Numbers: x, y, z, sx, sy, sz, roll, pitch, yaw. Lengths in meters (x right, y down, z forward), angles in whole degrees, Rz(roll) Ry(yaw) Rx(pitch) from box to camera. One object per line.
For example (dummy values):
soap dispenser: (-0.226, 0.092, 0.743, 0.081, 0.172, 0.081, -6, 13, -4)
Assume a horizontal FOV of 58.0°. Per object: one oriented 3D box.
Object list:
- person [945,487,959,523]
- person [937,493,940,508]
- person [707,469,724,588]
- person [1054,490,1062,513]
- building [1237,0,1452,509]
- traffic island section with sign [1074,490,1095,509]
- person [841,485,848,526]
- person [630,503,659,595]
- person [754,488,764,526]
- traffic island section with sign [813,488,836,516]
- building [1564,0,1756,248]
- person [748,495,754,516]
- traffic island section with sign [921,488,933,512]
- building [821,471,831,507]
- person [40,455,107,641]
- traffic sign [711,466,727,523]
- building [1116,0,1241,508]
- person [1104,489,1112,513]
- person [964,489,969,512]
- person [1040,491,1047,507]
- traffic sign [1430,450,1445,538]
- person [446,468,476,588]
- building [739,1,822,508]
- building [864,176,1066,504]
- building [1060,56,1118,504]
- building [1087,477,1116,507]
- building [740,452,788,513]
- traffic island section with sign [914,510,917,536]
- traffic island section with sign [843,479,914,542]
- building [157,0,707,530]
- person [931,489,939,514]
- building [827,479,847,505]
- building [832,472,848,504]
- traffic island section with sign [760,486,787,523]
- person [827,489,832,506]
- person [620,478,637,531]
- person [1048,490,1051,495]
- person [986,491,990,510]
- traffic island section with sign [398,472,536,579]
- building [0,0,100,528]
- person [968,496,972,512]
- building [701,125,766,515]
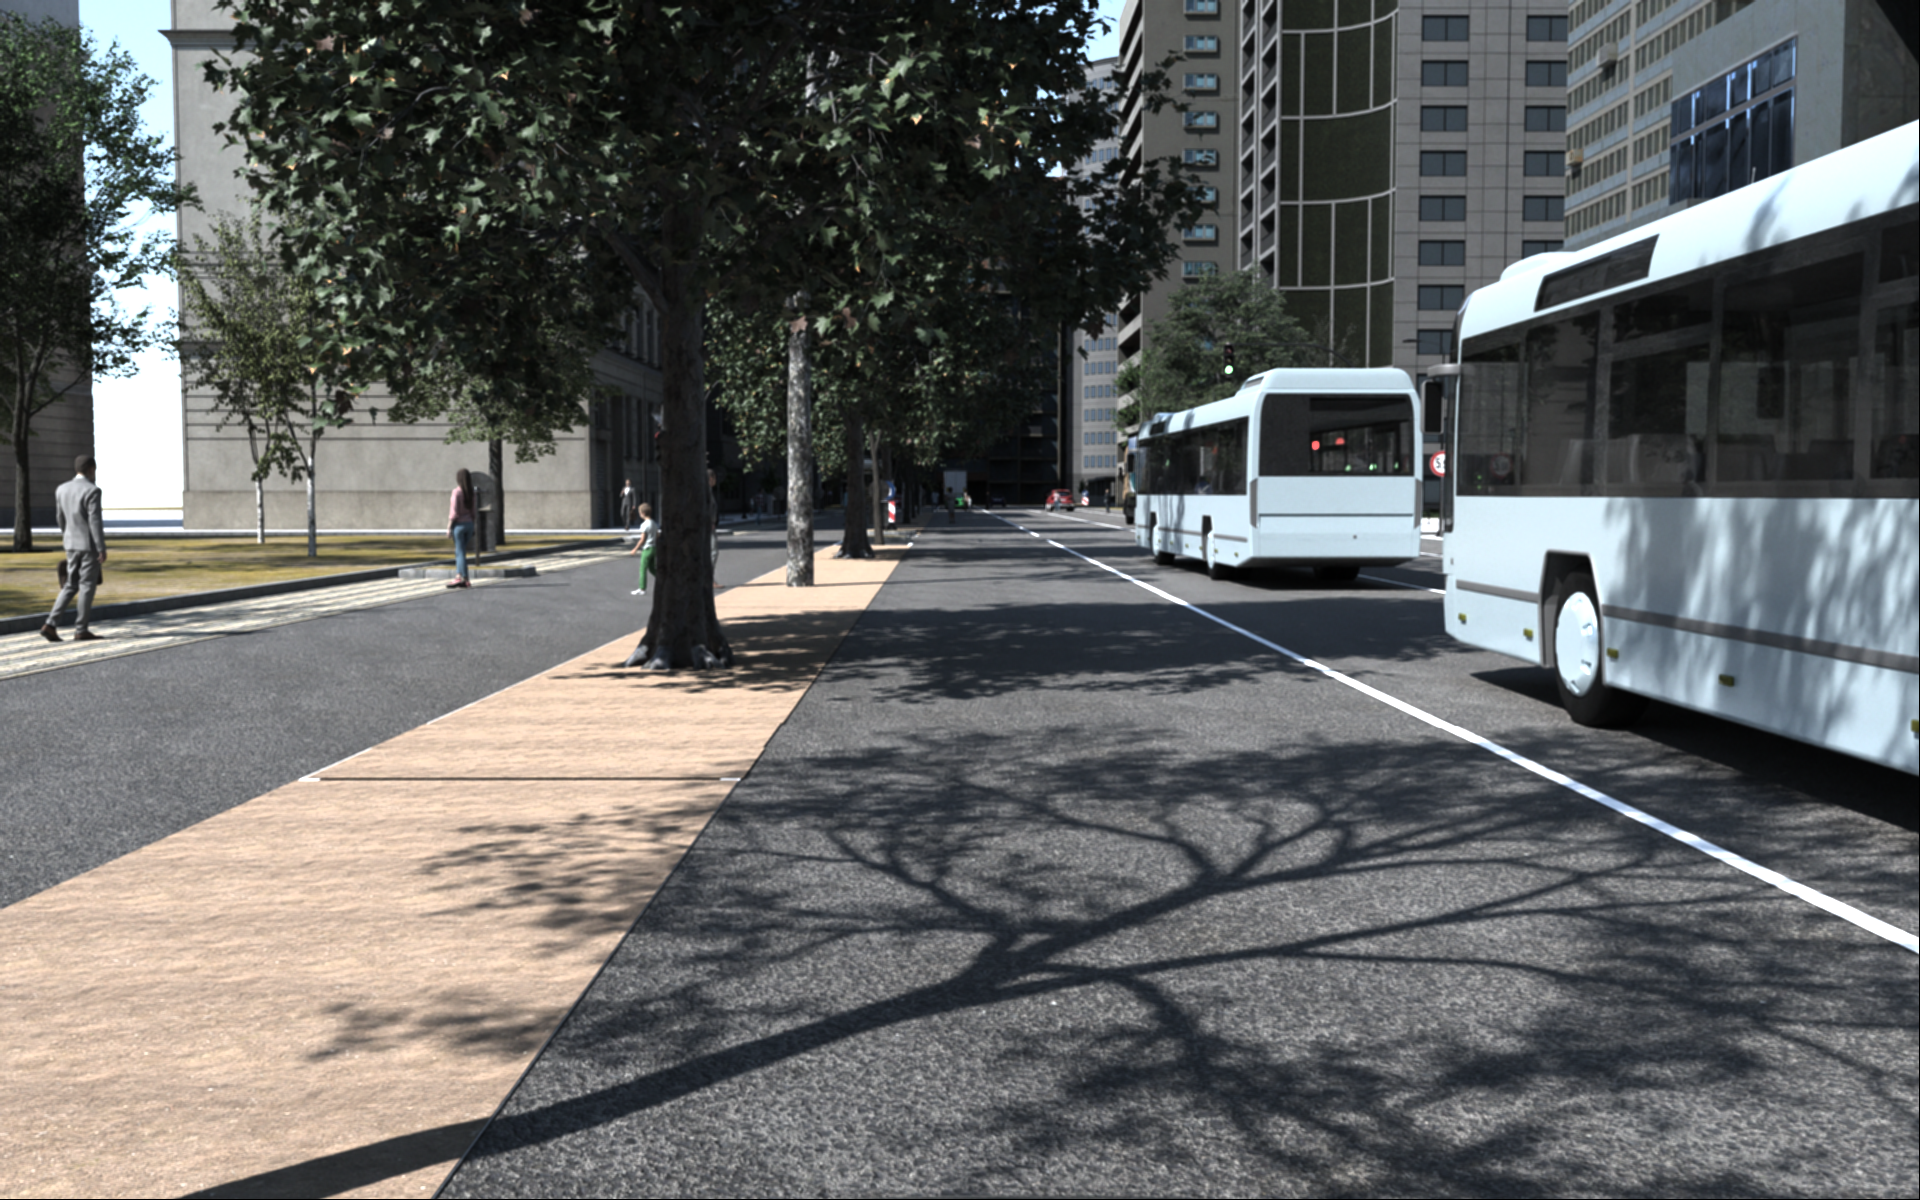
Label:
person: (-0.394, -4.641, 84.745, 0.716, 1.782, 0.532, -1, 4, -22)
person: (-2.317, -10.343, 178.063, 0.683, 1.767, 0.568, 1, 4, 18)
person: (-3.866, -1.093, 26.465, 0.391, 1.810, 0.635, -1, 4, -22)
person: (7.281, -7.339, 129.089, 0.593, 1.750, 0.643, 0, 4, 4)
building: (28.358, -41.397, 115.092, 20.563, 71.187, 20.611, 0, 4, 0)
traffic island section with sign: (11.665, -9.488, 163.754, 1.989, 1.847, 2.006, 0, 4, 0)
person: (-5.032, -4.288, 78.467, 0.748, 1.841, 0.638, -1, 4, -21)
person: (-4.400, -0.731, 24.707, 0.590, 1.304, 0.306, 0, 4, 0)
person: (-8.919, -4.127, 76.817, 0.643, 1.720, 0.563, -2, 4, -35)
traffic island section with sign: (-9.021, -6.315, 111.877, 1.989, 1.847, 2.006, 0, 4, 0)
building: (41.629, -23.482, 75.811, 23.993, 40.220, 32.217, 0, 4, 0)
person: (-12.230, -5.525, 101.385, 0.382, 1.210, 0.505, 0, 4, -1)
traffic island section with sign: (-3.029, -7.769, 135.152, 2.006, 1.907, 1.989, 0, 4, 0)
building: (-20.227, -31.832, 170.559, 14.600, 45.320, 14.200, 0, 4, 0)
person: (-8.559, -0.506, 16.900, 0.709, 1.813, 0.853, 1, 4, 17)
traffic sign: (-10.794, -4.720, 77.270, 0.768, 2.556, 0.104, 0, 4, 7)
building: (25.383, -32.248, 150.959, 21.300, 48.544, 21.600, 0, 4, 0)
person: (10.972, -7.289, 128.097, 0.534, 1.772, 0.576, 2, 4, 28)
person: (0.529, -8.062, 140.314, 0.705, 1.824, 1.348, 0, 4, -4)
person: (9.618, -11.344, 193.988, 1.348, 1.822, 0.705, -1, 4, -22)
traffic sign: (14.066, -3.084, 50.528, 0.768, 2.556, 0.104, 0, 4, 2)
person: (-7.552, -1.088, 26.304, 0.388, 1.821, 0.555, 1, 4, 18)
building: (-23.565, -37.121, 148.921, 21.231, 58.520, 28.212, 0, 4, 0)
building: (-0.646, -35.232, 230.662, 28.867, 44.769, 22.147, 0, 4, 0)
building: (27.898, -42.054, 229.585, 28.212, 58.520, 21.231, 0, 4, 0)
building: (31.139, -30.979, 198.391, 32.217, 40.220, 23.993, 0, 4, 0)
building: (-17.285, -16.830, 124.319, 9.793, 20.994, 18.267, 0, 4, 0)
traffic island section with sign: (-2.530, -3.173, 60.015, 2.006, 1.907, 1.989, 0, 4, 0)
traffic island section with sign: (-2.491, -2.720, 52.608, 2.006, 1.907, 1.989, 0, 4, 0)
building: (-20.503, -14.798, 75.236, 16.112, 22.955, 30.059, 0, 4, 0)
person: (-1.804, -7.019, 123.533, 0.793, 1.790, 0.793, 2, 4, 31)
building: (-27.952, -33.254, 198.332, 28.867, 44.769, 22.147, 0, 4, 0)
building: (-25.374, -48.307, 228.066, 20.611, 71.187, 20.563, 0, 4, 0)
traffic island section with sign: (-8.839, -4.666, 84.922, 1.989, 1.847, 2.006, 0, 4, 0)
person: (-13.790, -10.789, 182.304, 0.709, 1.838, 0.599, 3, 4, 39)
person: (-11.660, -3.357, 60.901, 0.622, 1.834, 0.822, 0, 4, 6)
person: (8.570, -9.586, 165.237, 0.705, 1.823, 1.348, -1, 4, -12)
person: (2.545, -9.000, 156.450, 0.445, 1.727, 0.742, 0, 4, -8)
traffic island section with sign: (-8.482, -1.313, 30.090, 1.989, 1.847, 2.006, 0, 4, 0)
building: (-46.387, -17.164, 66.536, 20.117, 28.700, 13.634, 0, 4, 0)
person: (0.728, -7.499, 135.393, 0.425, 1.301, 0.394, 3, 5, 41)
building: (-19.907, -18.922, 102.885, 14.314, 27.812, 24.014, 0, 4, 0)
